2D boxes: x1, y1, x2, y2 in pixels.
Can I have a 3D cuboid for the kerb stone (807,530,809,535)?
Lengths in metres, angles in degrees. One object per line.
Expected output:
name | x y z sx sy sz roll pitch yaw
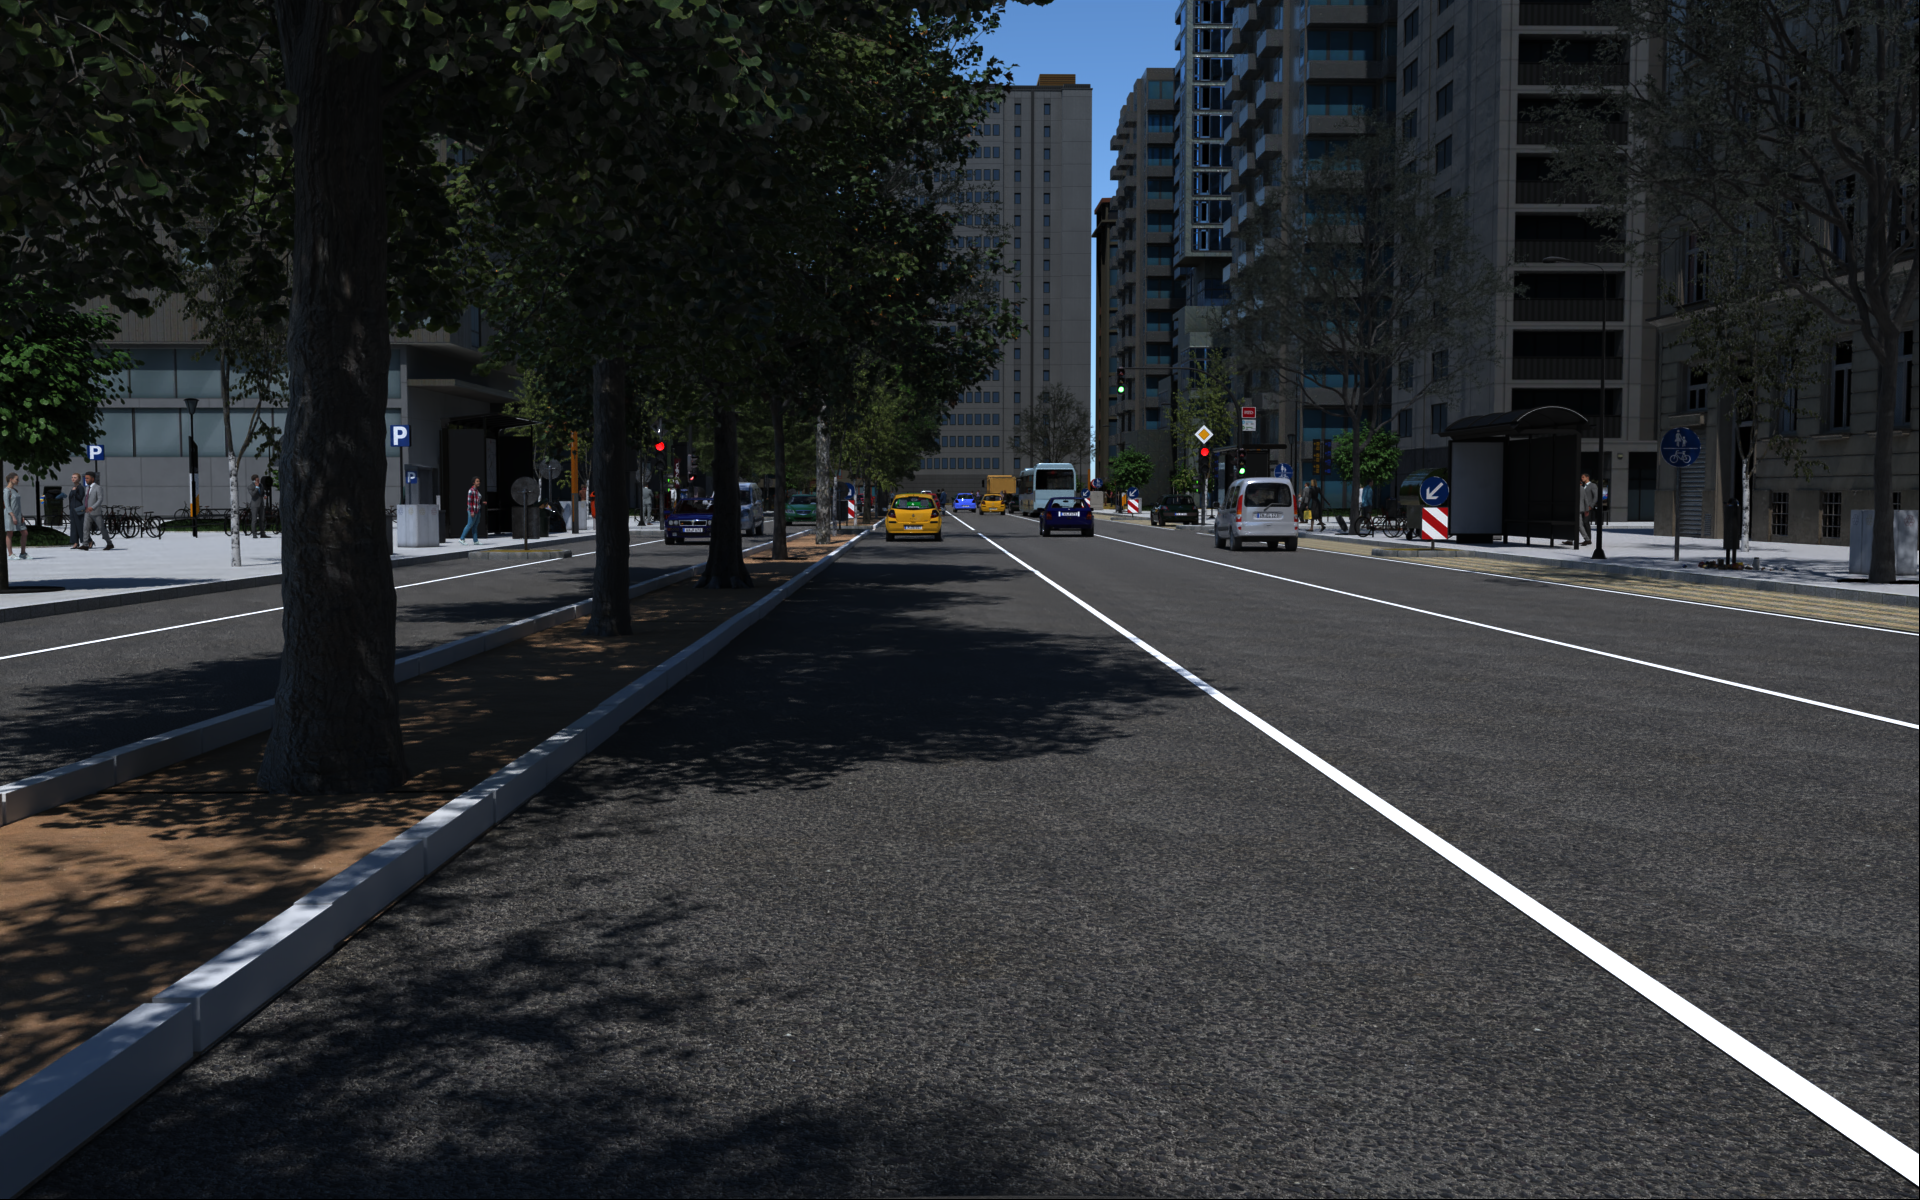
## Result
kerb stone | -5.340 -2.264 59.207 0.120 0.150 1.000 0 4 -1

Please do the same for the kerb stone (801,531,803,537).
kerb stone | -5.269 -2.075 56.122 0.120 0.150 1.000 0 4 -1

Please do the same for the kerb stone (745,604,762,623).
kerb stone | -2.337 0.185 19.252 0.120 0.150 1.000 0 4 -1

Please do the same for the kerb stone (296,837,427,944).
kerb stone | -2.043 0.995 5.939 0.120 0.150 1.000 0 4 -1

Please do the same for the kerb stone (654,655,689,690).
kerb stone | -2.198 0.556 13.102 0.120 0.150 1.000 0 4 -1

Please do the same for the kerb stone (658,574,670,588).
kerb stone | -4.596 -0.258 26.421 0.120 0.150 1.000 0 4 -1

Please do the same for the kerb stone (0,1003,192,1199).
kerb stone | -1.988 1.123 3.877 0.120 0.150 1.000 0 4 -1

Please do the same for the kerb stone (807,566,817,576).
kerb stone | -2.570 -0.442 29.490 0.120 0.150 1.000 0 4 -1

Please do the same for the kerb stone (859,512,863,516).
kerb stone | -6.634 -5.745 116.131 0.120 0.150 1.000 0 4 -1

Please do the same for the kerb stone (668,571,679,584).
kerb stone | -4.622 -0.321 27.450 0.120 0.150 1.000 0 4 -1

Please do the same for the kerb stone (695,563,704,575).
kerb stone | -4.684 -0.509 30.523 0.120 0.150 1.000 0 4 -1

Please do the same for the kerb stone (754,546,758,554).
kerb stone | -4.926 -1.136 40.770 0.120 0.150 1.000 0 4 -1

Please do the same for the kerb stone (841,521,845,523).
kerb stone | -5.979 -3.987 87.435 0.120 0.150 1.000 0 4 -1

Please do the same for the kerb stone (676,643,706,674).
kerb stone | -2.218 0.494 14.126 0.120 0.150 1.000 0 4 -1

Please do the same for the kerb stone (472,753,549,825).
kerb stone | -2.077 0.869 7.985 0.120 0.150 1.000 0 4 -1

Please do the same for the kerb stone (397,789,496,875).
kerb stone | -2.059 0.932 6.963 0.120 0.150 1.000 0 4 -1

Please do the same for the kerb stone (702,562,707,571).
kerb stone | -4.715 -0.571 31.550 0.120 0.150 1.000 0 4 -1

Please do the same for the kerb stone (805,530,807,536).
kerb stone | -5.314 -2.201 58.178 0.120 0.150 1.000 0 4 -1

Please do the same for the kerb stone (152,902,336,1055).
kerb stone | -2.008 1.057 4.913 0.120 0.150 1.000 0 4 -1

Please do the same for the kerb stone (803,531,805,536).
kerb stone | -5.296 -2.136 57.144 0.120 0.150 1.000 0 4 -1

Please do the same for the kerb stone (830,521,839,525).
kerb stone | -5.824 -3.547 80.260 0.120 0.150 1.000 0 4 -1

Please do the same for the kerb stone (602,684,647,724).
kerb stone | -2.156 0.682 11.059 0.120 0.150 1.000 0 4 -1

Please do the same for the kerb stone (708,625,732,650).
kerb stone | -2.266 0.369 16.181 0.120 0.150 1.000 0 4 -1

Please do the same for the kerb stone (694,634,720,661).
kerb stone | -2.239 0.431 15.150 0.120 0.150 1.000 0 4 -1

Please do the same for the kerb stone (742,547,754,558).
kerb stone | -4.900 -1.074 39.748 0.120 0.150 1.000 0 4 -1

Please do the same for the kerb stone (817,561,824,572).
kerb stone | -2.613 -0.572 31.541 0.120 0.150 1.000 0 4 -1

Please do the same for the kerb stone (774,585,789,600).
kerb stone | -2.440 -0.070 23.352 0.120 0.150 1.000 0 4 -1

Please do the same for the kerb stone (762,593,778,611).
kerb stone | -2.377 0.054 21.305 0.120 0.150 1.000 0 4 -1

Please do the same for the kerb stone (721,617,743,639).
kerb stone | -2.296 0.305 17.202 0.120 0.150 1.000 0 4 -1

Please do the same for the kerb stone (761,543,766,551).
kerb stone | -4.971 -1.261 42.817 0.120 0.150 1.000 0 4 -1

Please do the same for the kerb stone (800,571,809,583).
kerb stone | -2.518 -0.321 27.446 0.120 0.150 1.000 0 4 -1

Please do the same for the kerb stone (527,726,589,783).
kerb stone | -2.102 0.810 9.006 0.120 0.150 1.000 0 4 -1

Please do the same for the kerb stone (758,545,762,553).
kerb stone | -4.949 -1.199 41.795 0.120 0.150 1.000 0 4 -1

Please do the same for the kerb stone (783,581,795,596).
kerb stone | -2.449 -0.129 24.374 0.120 0.150 1.000 0 4 -1

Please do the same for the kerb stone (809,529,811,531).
kerb stone | -5.365 -2.321 60.230 0.120 0.150 1.000 0 4 -1

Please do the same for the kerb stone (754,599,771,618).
kerb stone | -2.352 0.118 20.273 0.120 0.150 1.000 0 4 -1

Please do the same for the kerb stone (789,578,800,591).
kerb stone | -2.477 -0.192 25.402 0.120 0.150 1.000 0 4 -1

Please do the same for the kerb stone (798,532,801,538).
kerb stone | -5.246 -2.012 55.099 0.120 0.150 1.000 0 4 -1

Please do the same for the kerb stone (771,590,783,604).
kerb stone | -2.410 0.002 22.331 0.120 0.150 1.000 0 4 -1

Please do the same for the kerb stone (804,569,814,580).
kerb stone | -2.540 -0.377 28.469 0.120 0.150 1.000 0 4 -1

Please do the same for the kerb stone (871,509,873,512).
kerb stone | -7.261 -7.437 143.782 0.120 0.150 1.000 0 4 -1

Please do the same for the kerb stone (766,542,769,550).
kerb stone | -4.995 -1.324 43.838 0.120 0.150 1.000 0 4 -1

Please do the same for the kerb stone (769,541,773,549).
kerb stone | -5.016 -1.386 44.862 0.120 0.150 1.000 0 4 -1

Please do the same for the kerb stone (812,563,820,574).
kerb stone | -2.593 -0.508 30.511 0.120 0.150 1.000 0 4 -1

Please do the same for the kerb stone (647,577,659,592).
kerb stone | -4.582 -0.195 25.386 0.120 0.150 1.000 0 4 -1

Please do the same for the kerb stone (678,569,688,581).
kerb stone | -4.645 -0.377 28.474 0.120 0.150 1.000 0 4 -1

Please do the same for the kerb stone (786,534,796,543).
kerb stone | -5.204 -1.884 53.047 0.120 0.150 1.000 0 4 -1

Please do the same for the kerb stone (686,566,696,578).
kerb stone | -4.672 -0.441 29.498 0.120 0.150 1.000 0 4 -1

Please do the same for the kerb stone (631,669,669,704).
kerb stone | -2.182 0.622 12.080 0.120 0.150 1.000 0 4 -1

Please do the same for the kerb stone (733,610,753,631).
kerb stone | -2.319 0.243 18.224 0.120 0.150 1.000 0 4 -1

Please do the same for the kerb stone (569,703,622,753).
kerb stone | -2.123 0.748 10.030 0.120 0.150 1.000 0 4 -1

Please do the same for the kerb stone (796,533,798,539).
kerb stone | -5.225 -1.949 54.068 0.120 0.150 1.000 0 4 -1

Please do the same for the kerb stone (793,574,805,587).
kerb stone | -2.500 -0.259 26.424 0.120 0.150 1.000 0 4 -1
